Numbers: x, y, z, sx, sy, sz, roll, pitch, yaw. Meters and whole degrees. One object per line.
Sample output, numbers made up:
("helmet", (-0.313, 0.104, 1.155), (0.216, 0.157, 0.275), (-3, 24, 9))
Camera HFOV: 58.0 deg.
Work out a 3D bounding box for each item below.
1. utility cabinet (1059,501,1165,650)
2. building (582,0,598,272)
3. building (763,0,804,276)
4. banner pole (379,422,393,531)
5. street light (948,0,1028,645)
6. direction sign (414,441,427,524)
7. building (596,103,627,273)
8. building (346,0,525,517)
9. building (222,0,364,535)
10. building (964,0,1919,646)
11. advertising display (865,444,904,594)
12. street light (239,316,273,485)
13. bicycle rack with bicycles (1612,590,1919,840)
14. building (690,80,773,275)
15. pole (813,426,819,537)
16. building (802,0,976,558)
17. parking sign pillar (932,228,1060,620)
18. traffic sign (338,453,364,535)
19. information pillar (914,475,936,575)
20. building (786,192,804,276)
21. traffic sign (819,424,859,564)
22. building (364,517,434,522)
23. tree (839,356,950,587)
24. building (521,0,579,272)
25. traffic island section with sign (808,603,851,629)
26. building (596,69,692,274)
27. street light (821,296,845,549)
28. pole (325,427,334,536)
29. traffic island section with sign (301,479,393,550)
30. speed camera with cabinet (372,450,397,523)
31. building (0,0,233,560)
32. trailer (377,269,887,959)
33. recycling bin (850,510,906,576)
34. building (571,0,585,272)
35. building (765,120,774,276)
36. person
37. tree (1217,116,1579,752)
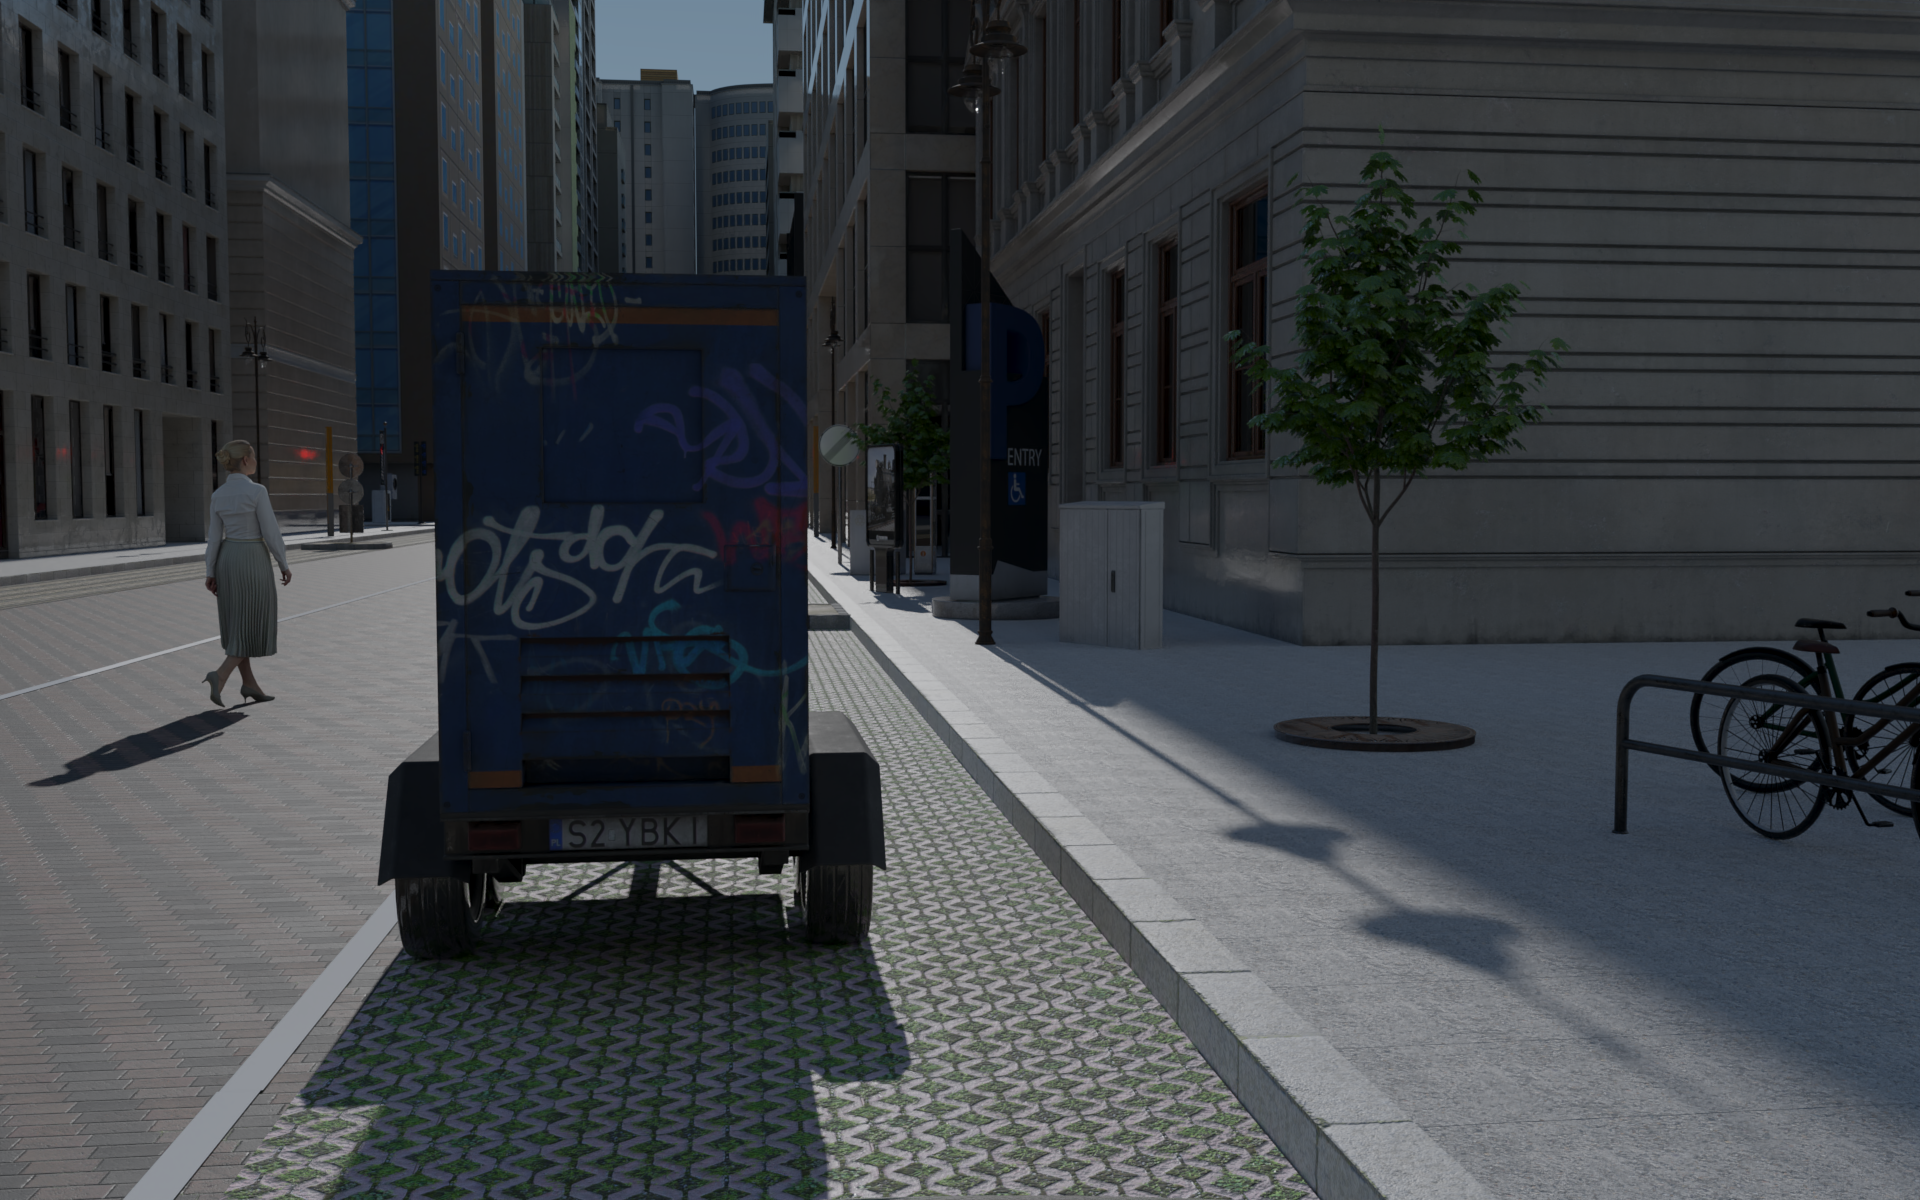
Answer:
("utility cabinet", (1.269, -0.216, 14.690), (0.306, 1.237, 1.020), (-3, 4, -37))
("building", (-48.113, -45.928, 189.177), (20.563, 71.187, 20.611), (0, 4, -7))
("building", (-4.298, -35.395, 167.943), (28.713, 52.752, 27.495), (0, 4, -7))
("banner pole", (-19.964, -4.282, 60.028), (0.401, 3.779, 0.863), (0, 4, -1))
("street light", (0.216, -2.558, 14.617), (0.468, 5.910, 1.993), (0, 4, -7))
("direction sign", (-23.165, -5.041, 74.412), (0.876, 3.537, 0.379), (3, 4, 39))
("building", (-51.876, -35.914, 210.890), (21.600, 48.544, 21.300), (0, 4, -7))
("building", (-36.762, -28.402, 114.489), (14.600, 45.320, 14.200), (0, 4, -7))
("building", (-31.565, -16.610, 57.475), (20.117, 28.700, 13.634), (0, 4, -7))
("building", (6.558, -11.499, 24.158), (11.583, 22.565, 21.152), (0, 4, -7))
("advertising display", (-0.984, -1.060, 22.549), (0.123, 1.923, 0.974), (-2, 4, -26))
("street light", (-18.299, -4.425, 45.144), (0.468, 5.910, 1.993), (0, 4, -7))
("bicycle rack with bicycles", (3.714, 0.436, 6.259), (2.852, 0.926, 2.925), (-1, 4, -21))
("building", (-23.131, -43.051, 245.880), (28.212, 58.520, 21.231), (0, 4, -7))
("pole", (-4.317, -3.553, 51.940), (0.158, 3.312, 0.155), (0, 3, 0))
("building", (5.594, -15.121, 51.742), (19.350, 26.468, 34.151), (0, 4, -7))
("parking sign pillar", (0.423, -1.817, 18.173), (1.447, 3.967, 1.447), (2, 4, 33))
("traffic sign", (-19.093, -3.316, 54.326), (0.768, 2.556, 0.104), (0, 4, -6))
("information pillar", (-0.552, -1.411, 27.560), (0.304, 2.012, 0.304), (1, 4, 12))
("building", (-4.412, -17.046, 108.388), (12.332, 23.373, 15.834), (0, 4, -7))
("traffic sign", (-2.207, -1.937, 31.783), (0.768, 2.556, 0.104), (0, 4, -7))
("building", (-31.384, -26.553, 84.247), (14.600, 45.320, 14.200), (0, 4, -7))
("tree", (-0.579, -1.819, 24.336), (1.663, 3.219, 1.824), (0, 3, 0))
("building", (-37.908, -27.716, 136.749), (14.154, 41.232, 14.086), (0, 4, -7))
("traffic island section with sign", (-2.254, -0.638, 19.066), (1.989, 1.847, 2.006), (0, 4, -7))
("building", (-51.121, -42.835, 242.351), (28.212, 58.520, 21.231), (0, 4, -7))
("street light", (-2.976, -4.150, 40.648), (0.468, 5.910, 1.993), (0, 4, -7))
("pole", (-19.092, -3.585, 52.457), (0.158, 3.312, 0.155), (0, 3, 0))
("traffic island section with sign", (-15.883, -2.226, 45.026), (1.989, 1.847, 2.006), (0, 4, -7))
("speed camera with cabinet", (-25.482, -5.038, 76.701), (0.660, 3.252, 2.038), (0, 4, -3))
("building", (-24.480, -11.279, 39.169), (10.420, 20.320, 16.860), (0, 4, -7))
("trailer", (-1.148, 0.038, 6.435), (1.471, 1.999, 3.904), (-1, 4, -8))
("recycling bin", (-1.304, -0.919, 27.580), (0.722, 1.027, 0.722), (1, 4, 17))
("building", (-45.673, -51.929, 161.718), (22.319, 86.520, 31.000), (0, 4, -7))
("building", (-13.232, -36.212, 215.775), (21.300, 48.544, 21.600), (0, 4, -7))
("person", (-4.883, -0.183, 11.721), (0.478, 1.798, 0.641), (2, 4, 28))
("tree", (2.054, -0.877, 8.949), (1.663, 3.219, 1.824), (0, 3, 0))
